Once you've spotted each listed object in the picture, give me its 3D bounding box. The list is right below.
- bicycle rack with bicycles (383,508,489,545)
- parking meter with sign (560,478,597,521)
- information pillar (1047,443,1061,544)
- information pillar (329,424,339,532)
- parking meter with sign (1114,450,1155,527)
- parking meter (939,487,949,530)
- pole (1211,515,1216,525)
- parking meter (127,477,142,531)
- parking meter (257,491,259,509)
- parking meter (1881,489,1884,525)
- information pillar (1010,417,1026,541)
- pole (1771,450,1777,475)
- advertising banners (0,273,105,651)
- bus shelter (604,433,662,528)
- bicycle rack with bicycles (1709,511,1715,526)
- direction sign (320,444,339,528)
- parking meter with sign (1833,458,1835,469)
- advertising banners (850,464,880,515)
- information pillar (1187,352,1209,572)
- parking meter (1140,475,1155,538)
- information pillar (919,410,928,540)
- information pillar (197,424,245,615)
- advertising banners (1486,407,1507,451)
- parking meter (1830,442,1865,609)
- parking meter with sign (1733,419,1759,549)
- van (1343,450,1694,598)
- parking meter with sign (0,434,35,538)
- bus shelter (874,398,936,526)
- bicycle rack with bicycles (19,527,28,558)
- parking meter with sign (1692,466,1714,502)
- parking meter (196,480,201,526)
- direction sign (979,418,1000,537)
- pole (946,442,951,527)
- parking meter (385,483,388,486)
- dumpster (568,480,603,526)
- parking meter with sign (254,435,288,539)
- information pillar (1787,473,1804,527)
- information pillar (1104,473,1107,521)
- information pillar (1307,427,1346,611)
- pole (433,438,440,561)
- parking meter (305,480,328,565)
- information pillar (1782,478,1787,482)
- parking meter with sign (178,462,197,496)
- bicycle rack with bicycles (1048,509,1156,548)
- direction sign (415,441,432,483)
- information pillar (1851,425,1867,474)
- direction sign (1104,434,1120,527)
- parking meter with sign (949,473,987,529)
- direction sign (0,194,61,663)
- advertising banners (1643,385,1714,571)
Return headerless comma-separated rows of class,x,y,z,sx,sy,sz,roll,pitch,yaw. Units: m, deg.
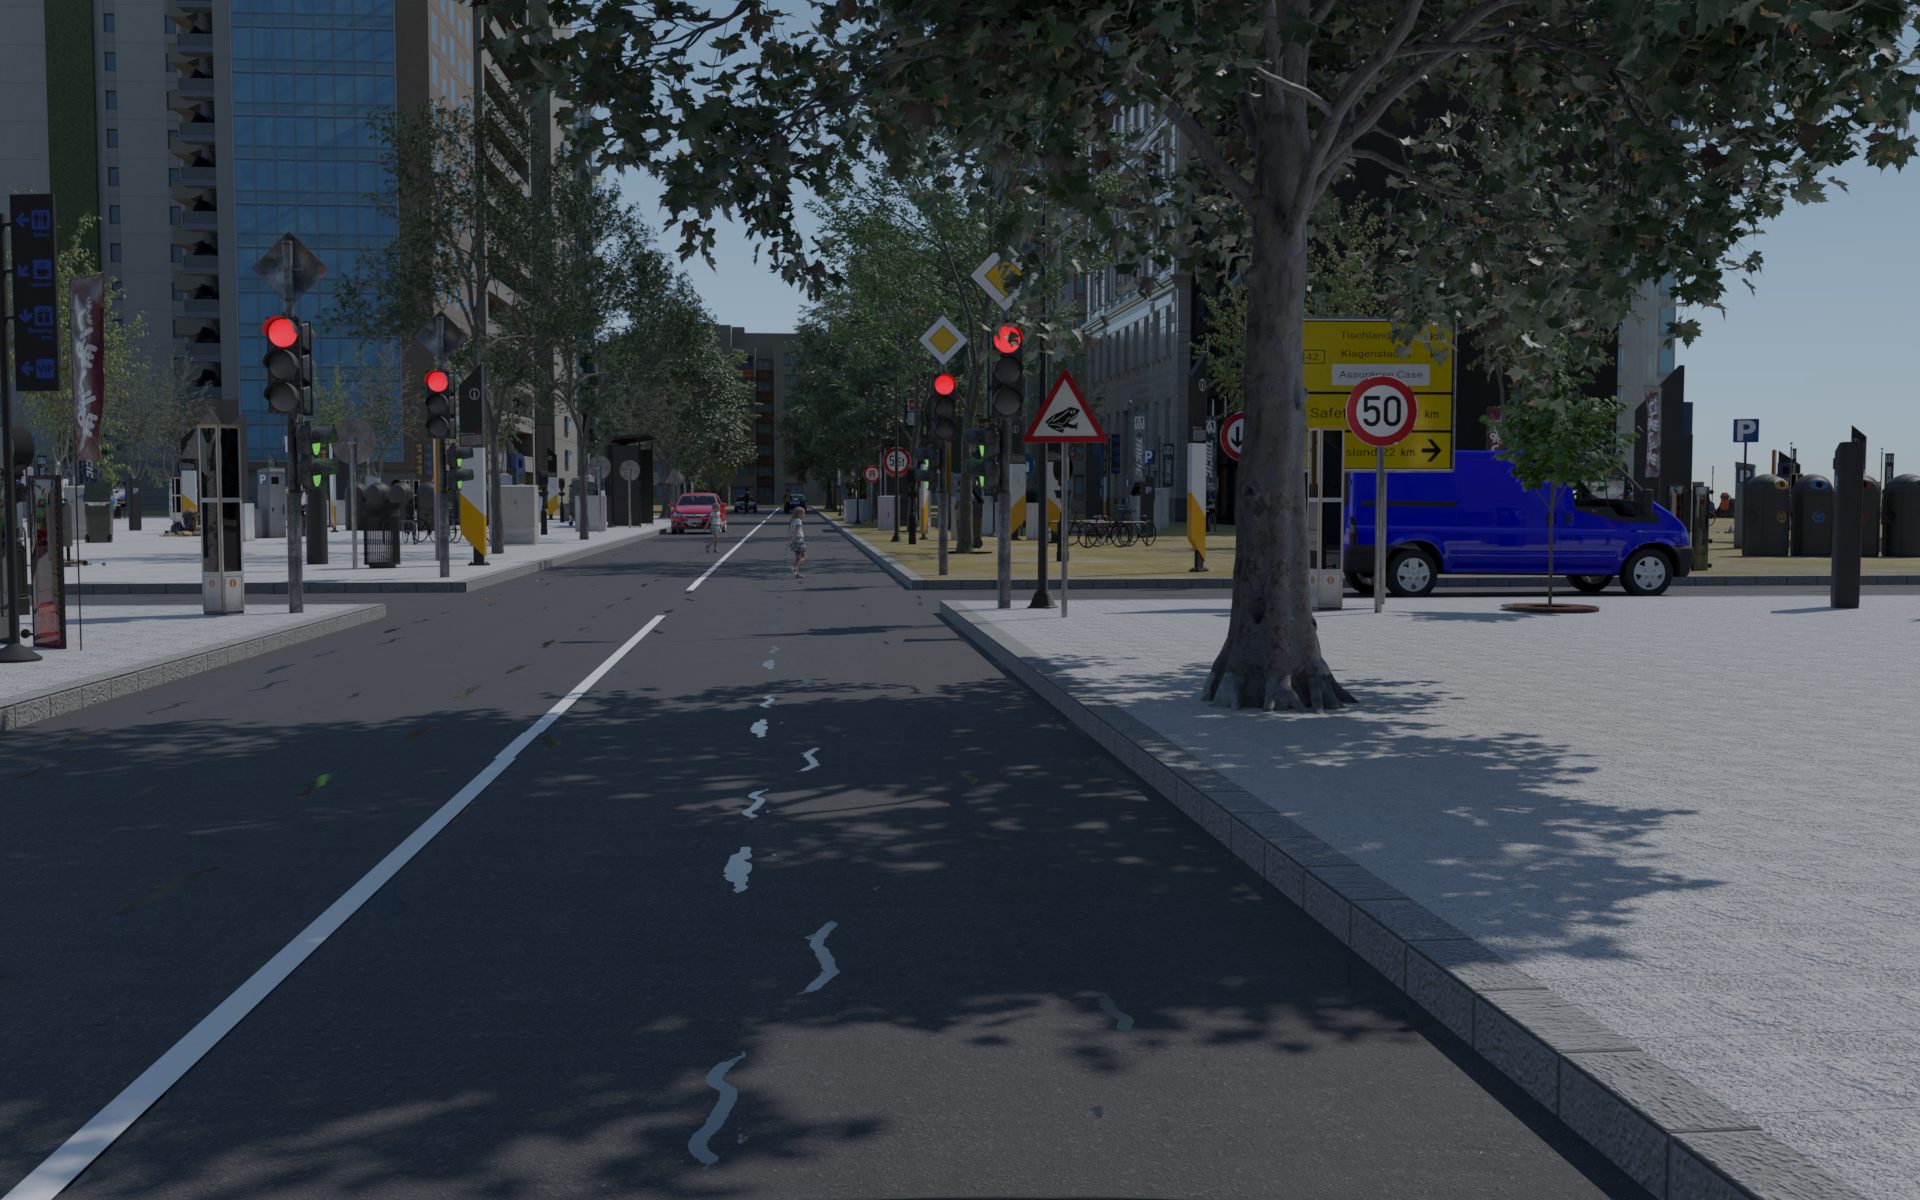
bicycle rack with bicycles,-13.713,-1.940,45.104,2.852,0.926,2.925,-3,5,-41
parking meter with sign,-17.901,-5.208,81.405,1.738,3.016,0.543,-2,4,-30
information pillar,2.380,-3.272,44.856,0.504,3.616,0.183,-1,4,-13
information pillar,-21.010,-4.077,58.020,0.183,3.616,0.504,-2,4,-32
parking meter with sign,6.804,-4.370,67.705,1.738,3.016,0.543,-3,5,-39
parking meter,-0.565,-3.259,61.692,0.372,1.533,0.369,0,3,0
pole,10.678,-4.840,72.975,0.158,3.312,0.155,0,3,0
parking meter,-28.959,-3.369,60.795,0.255,1.863,0.399,3,5,42
parking meter,-34.550,-4.725,85.664,0.372,1.533,0.369,0,3,0
parking meter,38.936,-3.939,72.808,0.372,1.533,0.369,0,3,0
information pillar,1.577,-3.447,47.709,0.504,3.616,0.183,-2,4,-31
pole,37.400,-5.247,79.633,0.158,3.312,0.155,0,3,0
advertising banners,-7.620,-1.113,14.383,2.074,3.025,0.090,2,4,35
bus shelter,-13.040,-4.777,69.393,1.731,3.624,6.357,0,4,-6
bicycle rack with bicycles,28.272,-3.359,68.296,2.925,0.926,2.852,3,5,40
direction sign,-24.118,-4.538,66.188,0.379,3.537,0.876,2,4,32
parking meter with sign,42.798,-5.307,83.025,0.543,3.016,1.738,-2,4,-33
advertising banners,-5.311,-6.182,97.265,2.074,3.025,0.090,-2,4,-25
information pillar,3.893,-2.266,28.403,0.183,3.616,0.504,3,4,37
parking meter,5.523,-2.773,51.042,0.399,1.863,0.255,-1,4,-13
information pillar,-1.000,-3.497,48.526,0.183,3.616,0.504,1,4,13
information pillar,-7.857,-0.852,18.427,0.304,2.012,0.304,2,4,26
advertising banners,10.071,-2.351,34.634,2.074,3.025,0.090,-1,4,-17
parking meter,10.008,-0.846,19.538,0.255,1.863,0.399,1,4,19
parking meter with sign,18.577,-2.730,40.897,0.543,3.016,1.738,2,4,27
van,7.657,-1.231,24.518,5.245,2.365,2.240,0,4,-7
parking meter with sign,-27.889,-3.335,50.795,1.738,3.016,0.543,2,4,28
bus shelter,-2.317,-5.648,69.984,2.179,5.291,8.768,0,4,-5
bicycle rack with bicycles,-20.061,-1.308,34.771,2.852,0.926,2.925,-3,4,-38
parking meter with sign,45.346,-6.739,106.447,1.738,3.016,0.543,1,4,23
parking meter,-31.050,-3.966,70.549,0.399,1.863,0.255,1,4,13
direction sign,1.015,-3.656,51.766,0.876,3.537,0.379,0,4,0
pole,-0.444,-4.549,68.227,0.158,3.312,0.155,0,3,0
parking meter,-30.881,-5.332,92.881,0.399,1.863,0.255,1,4,10
dumpster,-15.254,-3.956,70.439,1.264,1.857,1.865,0,4,-6
parking meter with sign,-20.051,-3.310,50.380,0.543,3.016,1.738,1,4,23
information pillar,29.845,-3.505,61.805,0.304,2.012,0.304,-1,4,-16
information pillar,6.764,-5.595,82.826,0.504,3.616,0.183,0,4,-2
information pillar,4.031,-0.893,19.099,0.304,2.012,0.304,-1,4,-14
pole,-9.983,-2.405,33.172,0.158,3.312,0.155,0,3,0
parking meter,-11.725,-1.416,31.561,0.372,1.533,0.369,0,3,0
information pillar,38.303,-4.647,80.475,0.304,2.012,0.304,2,4,28
parking meter with sign,-42.286,-6.093,95.879,1.738,3.016,0.543,-1,4,-19
bicycle rack with bicycles,3.559,-1.775,42.412,2.925,0.926,2.852,-2,4,-27
direction sign,-23.144,-5.063,74.780,0.379,3.537,0.876,2,4,30
information pillar,30.284,-4.104,58.453,0.504,3.616,0.183,3,5,41
direction sign,5.628,-4.492,65.444,0.876,3.537,0.379,-1,4,-16
parking meter with sign,0.148,-4.172,64.479,1.738,3.016,0.543,0,4,-1
direction sign,-7.262,-1.297,13.200,0.876,3.537,0.379,0,4,6
advertising banners,11.770,-1.972,28.422,2.074,3.025,0.090,-3,4,-36
